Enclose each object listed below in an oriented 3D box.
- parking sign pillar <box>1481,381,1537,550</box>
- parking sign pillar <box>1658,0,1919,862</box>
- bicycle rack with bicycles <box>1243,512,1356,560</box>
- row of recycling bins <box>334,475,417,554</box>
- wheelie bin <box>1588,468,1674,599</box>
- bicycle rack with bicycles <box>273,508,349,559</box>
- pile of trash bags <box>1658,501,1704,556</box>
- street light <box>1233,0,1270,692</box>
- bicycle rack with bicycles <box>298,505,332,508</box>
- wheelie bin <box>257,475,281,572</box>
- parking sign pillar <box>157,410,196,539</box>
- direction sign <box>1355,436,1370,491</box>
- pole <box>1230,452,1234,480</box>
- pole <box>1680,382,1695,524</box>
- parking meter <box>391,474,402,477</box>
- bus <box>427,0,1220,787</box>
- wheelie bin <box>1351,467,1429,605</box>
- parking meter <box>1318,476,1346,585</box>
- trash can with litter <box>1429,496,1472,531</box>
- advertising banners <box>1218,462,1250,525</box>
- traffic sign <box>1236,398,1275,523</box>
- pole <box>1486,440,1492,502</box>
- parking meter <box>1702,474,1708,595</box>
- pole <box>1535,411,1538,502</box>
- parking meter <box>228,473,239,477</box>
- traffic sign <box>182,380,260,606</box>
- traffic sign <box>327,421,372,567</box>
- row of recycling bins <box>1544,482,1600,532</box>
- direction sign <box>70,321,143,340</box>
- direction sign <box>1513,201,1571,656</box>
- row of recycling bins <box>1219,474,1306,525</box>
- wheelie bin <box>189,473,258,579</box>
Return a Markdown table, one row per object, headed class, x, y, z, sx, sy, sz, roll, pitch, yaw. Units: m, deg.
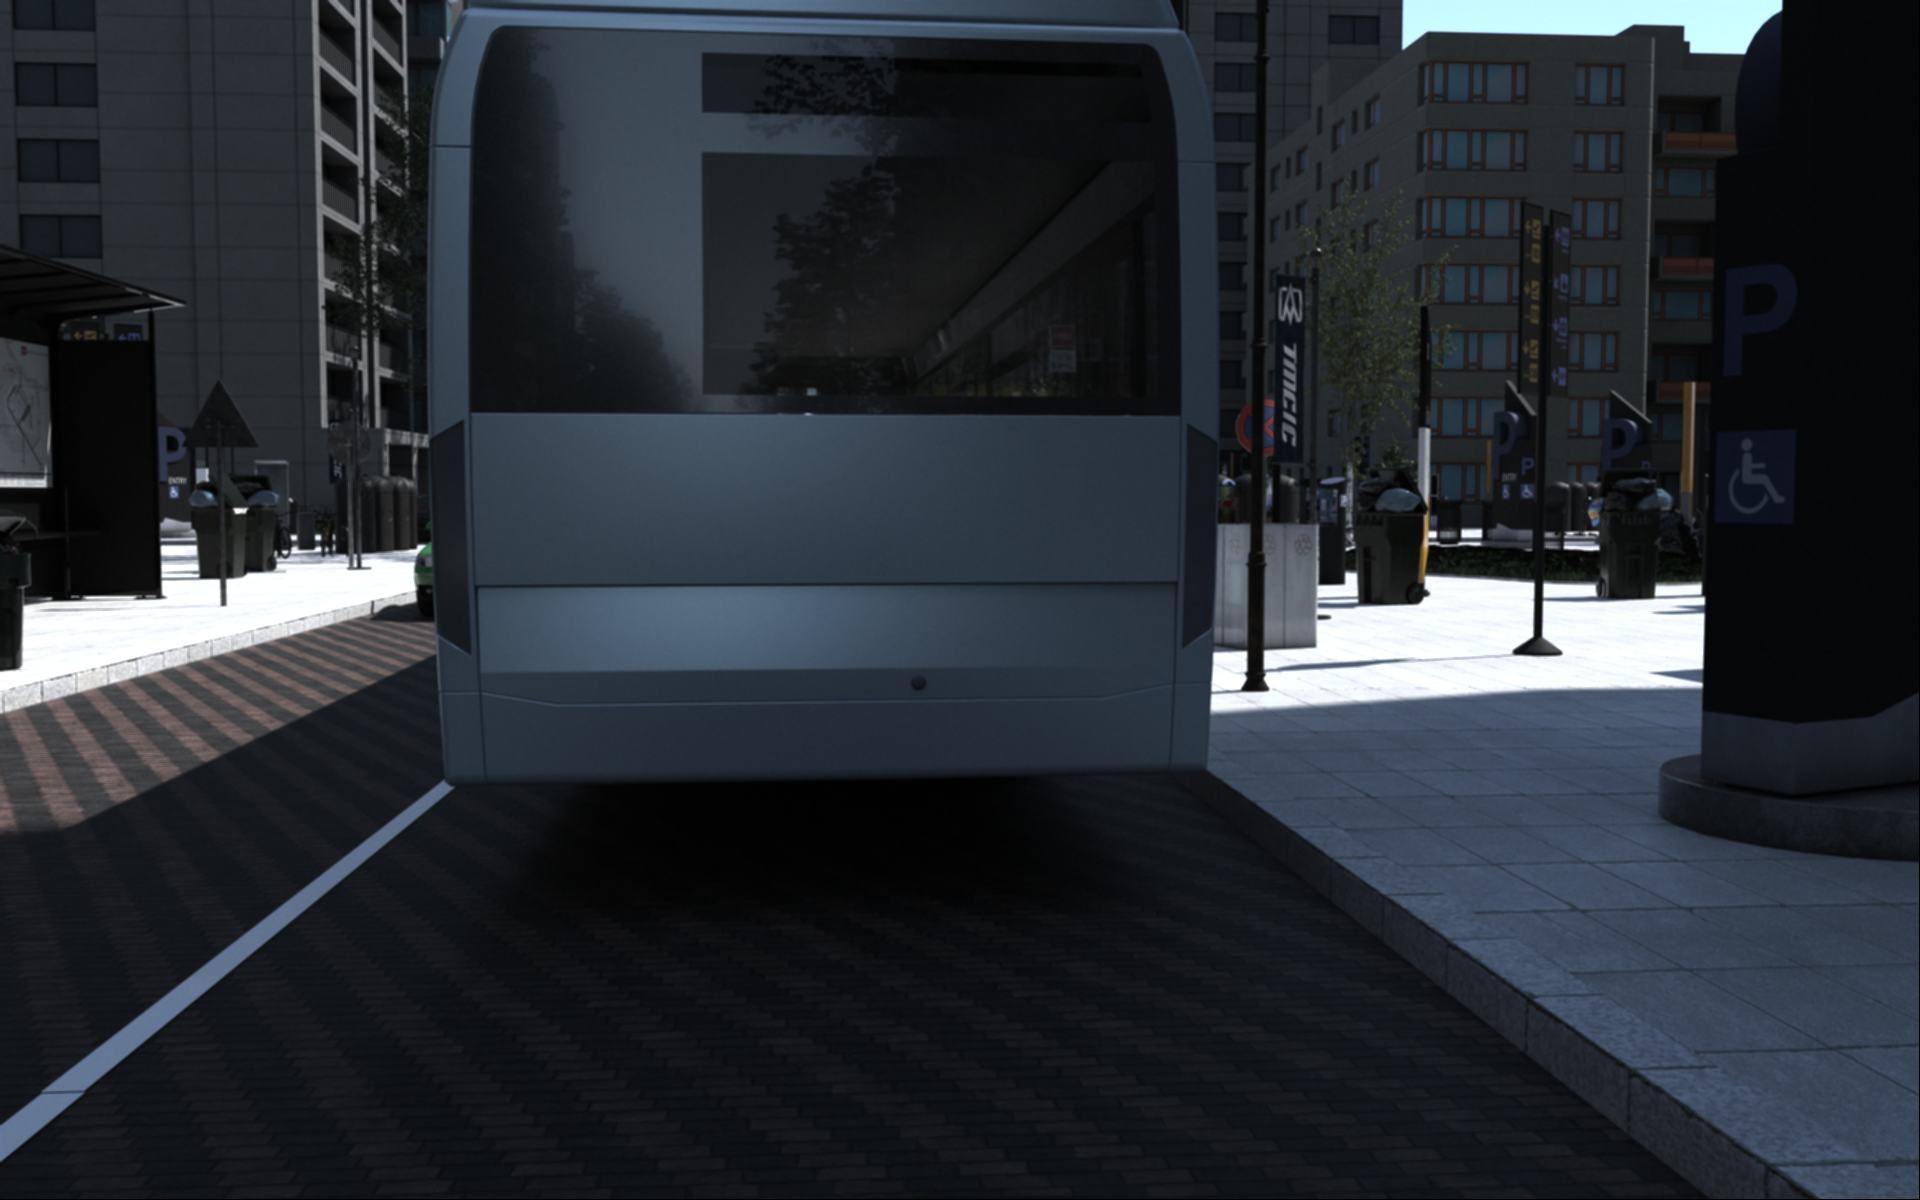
| class | x | y | z | sx | sy | sz | roll | pitch | yaw |
| --- | --- | --- | --- | --- | --- | --- | --- | --- | --- |
| parking sign pillar | 12.982 | -3.186 | 40.558 | 1.447 | 3.967 | 1.447 | -1 | 4 | -10 |
| parking sign pillar | 3.493 | -1.110 | 6.616 | 1.447 | 3.967 | 1.447 | -2 | 4 | -27 |
| bicycle rack with bicycles | 6.381 | -1.203 | 33.058 | 2.925 | 0.926 | 2.852 | 0 | 4 | 7 |
| row of recycling bins | -13.040 | -1.943 | 38.881 | 1.069 | 1.692 | 3.534 | 0 | 4 | 1 |
| wheelie bin | 8.283 | -0.823 | 21.360 | 0.980 | 1.594 | 0.693 | 0 | 4 | 8 |
| bicycle rack with bicycles | -13.706 | -1.357 | 35.564 | 2.852 | 0.926 | 2.925 | -1 | 4 | -21 |
| pile of trash bags | 12.970 | -1.159 | 28.698 | 1.912 | 1.369 | 3.447 | -1 | 4 | -16 |
| street light | 1.930 | -2.346 | 11.144 | 0.468 | 5.910 | 1.993 | 0 | 4 | -5 |
| bicycle rack with bicycles | -22.134 | -2.791 | 59.012 | 2.852 | 0.926 | 2.925 | -3 | 5 | -43 |
| wheelie bin | -11.770 | -1.276 | 28.776 | 0.980 | 1.594 | 0.693 | 0 | 4 | 0 |
| parking sign pillar | -23.053 | -3.787 | 50.396 | 1.447 | 3.967 | 1.447 | 1 | 4 | 20 |
| direction sign | 15.785 | -4.653 | 68.069 | 0.379 | 3.537 | 0.876 | -2 | 4 | -25 |
| pole | 13.295 | -5.558 | 84.709 | 0.158 | 3.312 | 0.155 | 0 | 3 | 0 |
| pole | 13.272 | -2.309 | 31.603 | 0.158 | 3.312 | 0.155 | 0 | 3 | 0 |
| parking meter | -16.688 | -2.797 | 51.442 | 0.255 | 1.863 | 0.399 | 1 | 4 | 14 |
| bus | -1.116 | -1.059 | 12.180 | 2.948 | 3.499 | 13.247 | 0 | 4 | -6 |
| wheelie bin | 5.011 | -0.754 | 20.230 | 0.693 | 1.594 | 0.980 | -2 | 4 | -28 |
| parking meter | 5.288 | -0.990 | 24.592 | 0.372 | 1.533 | 0.369 | 0 | 3 | 0 |
| trash can with litter | 16.861 | -3.018 | 60.398 | 1.678 | 1.210 | 2.233 | 0 | 4 | -6 |
| advertising banners | 3.191 | -1.760 | 24.964 | 2.074 | 3.025 | 0.090 | 2 | 4 | 33 |
| traffic sign | 4.045 | -1.405 | 23.074 | 0.768 | 2.556 | 0.104 | 0 | 4 | 2 |
| pole | 19.961 | -4.377 | 65.399 | 0.158 | 3.312 | 0.155 | 0 | 3 | 0 |
| parking meter | 9.599 | -0.825 | 21.900 | 0.372 | 1.533 | 0.369 | 0 | 3 | 0 |
| pole | 14.157 | -2.964 | 42.309 | 0.158 | 3.312 | 0.155 | 0 | 3 | 0 |
| parking meter | -20.536 | -2.654 | 49.108 | 0.255 | 1.863 | 0.399 | 0 | 4 | -5 |
| traffic sign | -8.431 | -1.208 | 19.758 | 0.884 | 2.594 | 0.081 | 0 | 4 | 0 |
| traffic sign | -10.706 | -1.852 | 30.392 | 0.768 | 2.556 | 0.104 | 0 | 4 | -4 |
| row of recycling bins | 21.310 | -3.207 | 59.551 | 3.534 | 1.692 | 1.069 | -3 | 5 | -41 |
| direction sign | -11.266 | -1.895 | 22.974 | 0.876 | 3.537 | 0.379 | -3 | 5 | -41 |
| direction sign | 4.634 | -1.333 | 13.789 | 0.379 | 3.537 | 0.876 | 3 | 5 | 42 |
| row of recycling bins | 5.706 | -1.783 | 36.269 | 3.534 | 1.692 | 1.069 | -3 | 4 | -37 |
| wheelie bin | -11.304 | -1.132 | 26.410 | 0.693 | 1.594 | 0.980 | 0 | 4 | 0 |
